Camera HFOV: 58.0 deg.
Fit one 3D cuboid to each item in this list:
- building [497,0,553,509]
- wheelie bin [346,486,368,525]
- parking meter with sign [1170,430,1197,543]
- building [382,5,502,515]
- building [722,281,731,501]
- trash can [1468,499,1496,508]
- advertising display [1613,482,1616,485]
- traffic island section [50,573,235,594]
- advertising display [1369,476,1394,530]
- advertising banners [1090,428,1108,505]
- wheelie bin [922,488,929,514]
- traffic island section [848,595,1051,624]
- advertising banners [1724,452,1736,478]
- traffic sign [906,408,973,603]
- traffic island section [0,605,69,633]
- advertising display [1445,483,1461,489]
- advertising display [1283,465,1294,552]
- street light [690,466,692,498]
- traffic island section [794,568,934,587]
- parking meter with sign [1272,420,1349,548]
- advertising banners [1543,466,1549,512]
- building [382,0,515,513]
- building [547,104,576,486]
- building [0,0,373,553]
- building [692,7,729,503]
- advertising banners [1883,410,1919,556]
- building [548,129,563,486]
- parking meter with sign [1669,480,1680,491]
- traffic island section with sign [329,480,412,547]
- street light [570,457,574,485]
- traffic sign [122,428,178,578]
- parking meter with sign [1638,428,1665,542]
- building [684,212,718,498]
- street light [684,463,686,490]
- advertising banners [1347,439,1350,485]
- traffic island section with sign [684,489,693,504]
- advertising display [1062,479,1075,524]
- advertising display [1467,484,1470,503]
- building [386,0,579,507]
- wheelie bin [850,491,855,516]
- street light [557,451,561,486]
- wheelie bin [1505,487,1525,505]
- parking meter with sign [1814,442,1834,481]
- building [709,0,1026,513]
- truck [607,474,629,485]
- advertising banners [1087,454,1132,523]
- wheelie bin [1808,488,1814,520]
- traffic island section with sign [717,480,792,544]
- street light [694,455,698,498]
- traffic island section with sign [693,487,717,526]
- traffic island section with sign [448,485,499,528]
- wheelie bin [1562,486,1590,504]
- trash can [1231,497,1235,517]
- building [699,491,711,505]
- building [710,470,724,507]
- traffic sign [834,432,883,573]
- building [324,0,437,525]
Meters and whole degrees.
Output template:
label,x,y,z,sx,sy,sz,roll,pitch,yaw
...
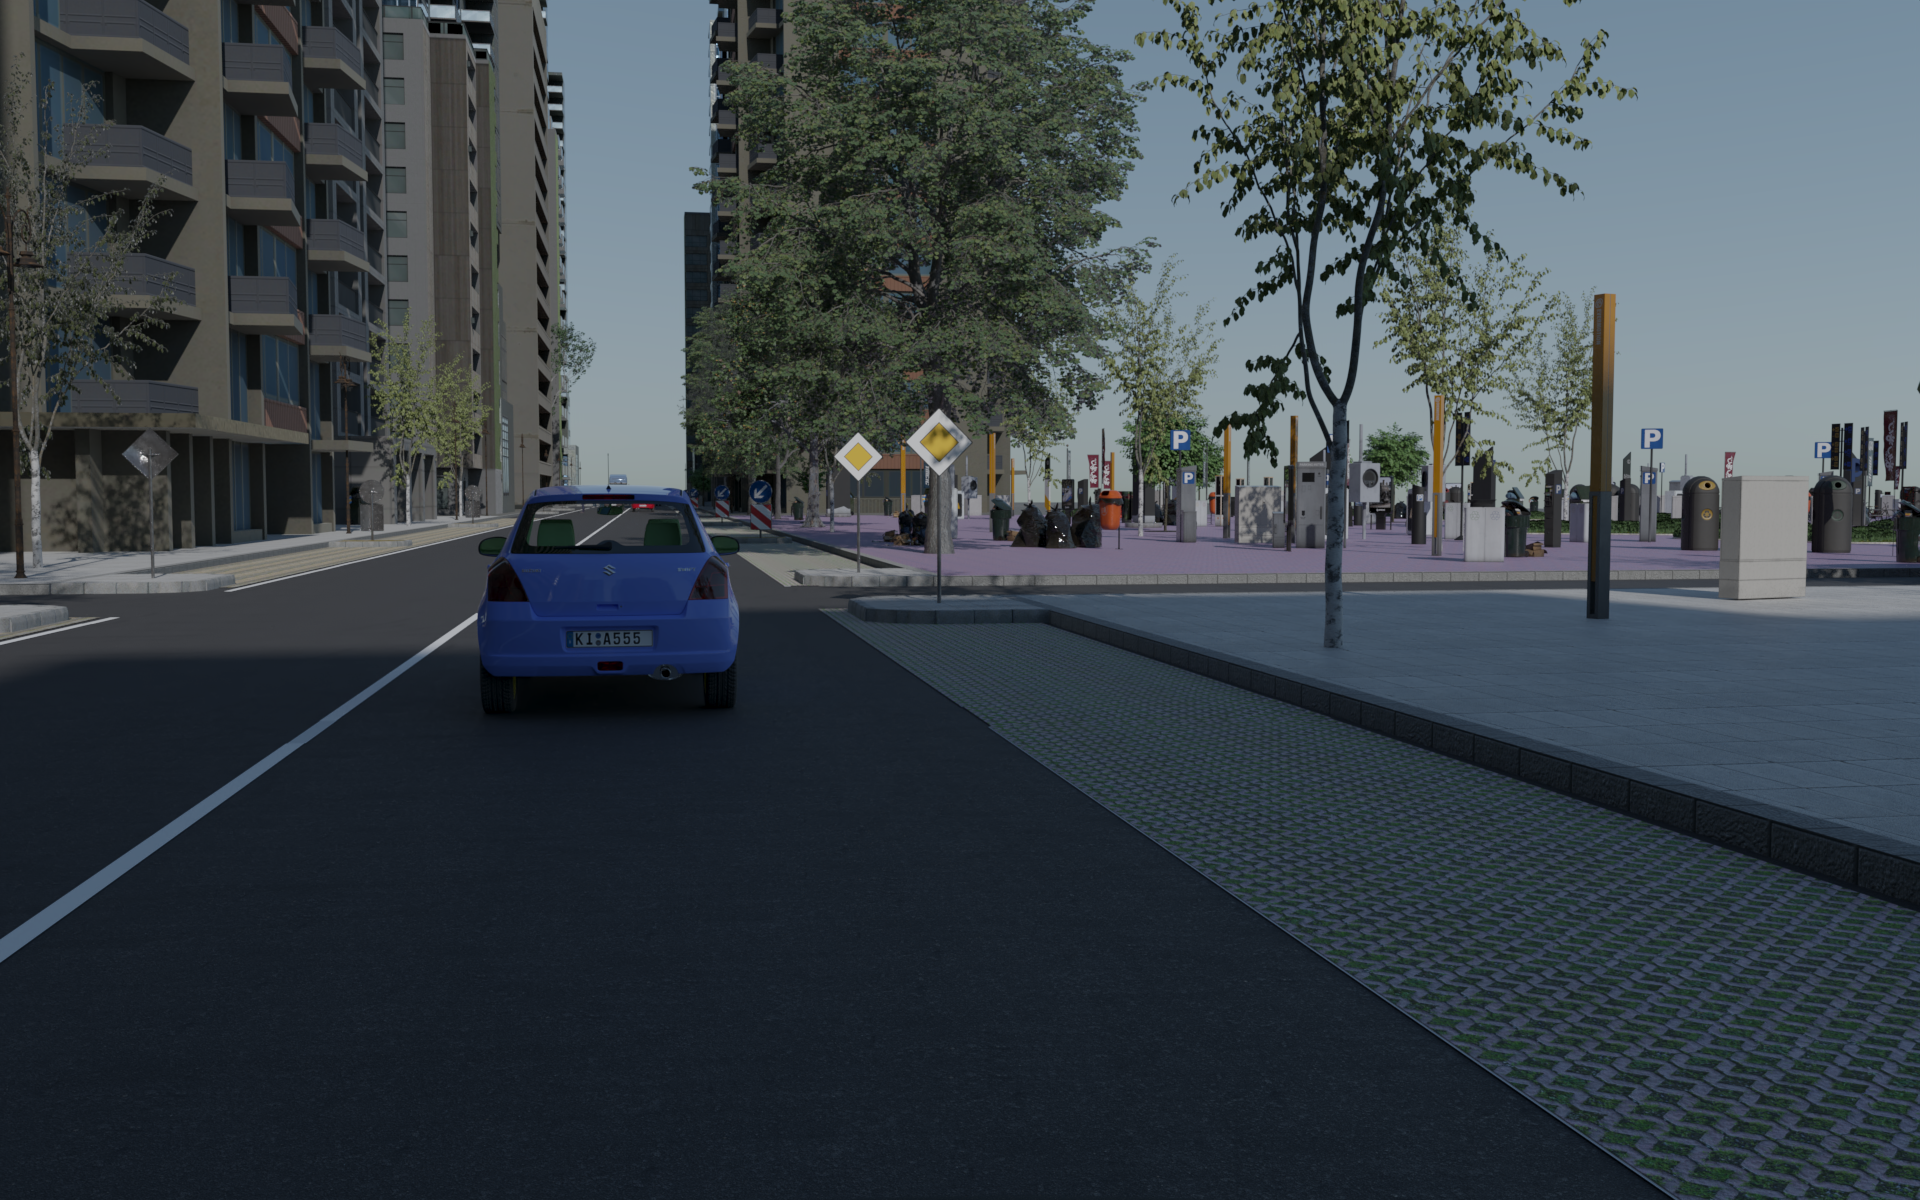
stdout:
label,x,y,z,sx,sy,sz,roll,pitch,yaw
building,-47.917,-32.407,153.554,21.300,48.544,21.600,-1,4,-10
wheelie bin,-25.075,-3.931,72.173,0.693,1.594,0.980,1,4,16
parking meter with sign,6.034,-3.065,46.371,0.543,3.016,1.738,0,4,-3
building,-36.086,-20.452,106.099,14.160,30.474,14.107,-1,4,-10
building,-13.685,-23.199,150.997,14.160,30.474,14.107,-1,4,-10
trash can,13.813,-2.092,45.854,0.748,1.137,0.748,0,3,0
advertising display,33.850,-5.233,90.775,0.974,1.923,0.123,3,5,40
traffic island section,-12.307,-0.250,26.371,2.009,0.180,2.903,-1,4,-10
advertising display,15.138,-3.489,62.253,0.123,1.923,0.974,-3,5,-41
advertising banners,3.772,-3.102,46.912,0.090,3.025,2.074,0,4,-2
wheelie bin,-1.379,-4.771,85.918,0.980,1.594,0.693,-2,4,-24
traffic island section,-0.227,0.115,20.409,2.009,0.180,2.903,-1,4,-10
advertising banners,31.073,-4.603,71.440,2.074,3.025,0.090,-1,4,-14
traffic sign,-0.248,-1.020,20.328,0.795,2.450,0.064,-1,4,-10
traffic island section,-10.900,0.231,18.510,2.009,0.180,2.903,-1,4,-10
advertising display,28.406,-5.775,99.634,0.974,1.923,0.123,1,4,23
advertising display,7.385,-2.064,38.957,0.123,1.923,0.974,0,4,5
street light,-35.577,-15.676,229.093,0.468,5.910,1.993,-1,4,-10
traffic island section,-1.634,-0.366,28.269,2.009,0.180,2.903,-1,4,-10
parking meter with sign,8.297,-2.739,41.051,1.738,3.016,0.543,0,4,7
advertising banners,33.430,-6.274,98.770,0.090,3.025,2.074,1,4,14
building,-44.269,-49.768,126.379,22.319,86.520,31.000,-1,4,-10
building,-58.979,-35.999,208.192,23.786,49.044,30.456,-1,4,-10
building,-29.398,-24.066,48.100,22.147,44.769,28.867,-1,4,-10
building,-24.340,-56.159,230.870,22.319,86.520,31.000,-1,4,-10
advertising banners,19.394,-2.397,35.379,0.090,3.025,2.074,0,4,-1
building,-50.760,-30.809,187.316,14.154,41.232,14.086,-1,4,-10
parking meter with sign,39.429,-6.058,95.301,1.738,3.016,0.543,3,5,45
traffic island section with sign,-16.088,-2.369,47.364,1.989,1.847,2.006,-1,4,-10
street light,-47.844,-14.712,213.330,0.468,5.910,1.993,-1,4,-10
traffic sign,-12.285,-1.387,26.313,0.795,2.450,0.064,-1,4,-10
parking meter with sign,18.611,-3.088,46.756,0.543,3.016,1.738,1,4,19
building,-33.171,-34.859,253.535,14.154,41.232,14.086,-1,4,-10
street light,-41.089,-17.526,259.331,0.468,5.910,1.993,-1,4,-10
advertising banners,12.018,-3.549,54.210,0.090,3.025,2.074,1,4,23
traffic island section with sign,-19.583,-7.215,126.587,1.989,1.847,2.006,-1,4,-10
advertising display,4.624,-4.216,74.138,0.123,1.923,0.974,-2,4,-24
advertising display,32.983,-6.462,110.865,0.974,1.923,0.123,2,4,24
building,-63.928,-56.554,237.322,22.319,86.520,31.000,-1,4,-10
wheelie bin,-6.650,-5.854,103.613,0.693,1.594,0.980,0,4,-6
street light,-42.393,-12.878,183.350,0.468,5.910,1.993,-1,4,-10
wheelie bin,24.799,-4.255,77.469,0.693,1.594,0.980,3,4,36
parking meter with sign,28.515,-3.723,57.133,0.543,3.016,1.738,1,4,23
building,-7.299,-29.070,129.913,22.147,44.769,28.867,-1,4,-10
truck,-47.900,-15.471,242.703,2.967,4.110,18.799,-1,4,-11
advertising banners,6.645,-4.912,76.494,2.074,3.025,0.090,0,4,1
wheelie bin,41.641,-4.683,84.474,0.980,1.594,0.693,-3,4,-38
traffic island section with sign,-5.995,-2.577,50.755,1.989,1.847,2.006,-1,4,-10
street light,-30.341,-13.873,199.604,0.468,5.910,1.993,-1,4,-10
traffic island section with sign,-10.755,-4.199,77.289,1.989,1.847,2.006,-1,4,-10
traffic island section with sign,-20.973,-4.039,74.661,1.989,1.847,2.006,-1,4,-10
wheelie bin,23.330,-3.491,64.983,0.980,1.594,0.693,-1,4,-16
trash can,15.023,-5.191,96.522,0.748,1.137,0.748,0,3,0
building,-14.795,-31.447,206.042,32.217,40.220,23.993,-1,4,-10
building,-13.704,-44.604,167.519,20.563,71.187,20.611,-1,4,-10
traffic sign,-1.656,-1.501,28.188,0.795,2.450,0.064,-1,4,-10
building,-35.742,-39.211,79.358,20.563,71.187,20.611,-1,4,-10
